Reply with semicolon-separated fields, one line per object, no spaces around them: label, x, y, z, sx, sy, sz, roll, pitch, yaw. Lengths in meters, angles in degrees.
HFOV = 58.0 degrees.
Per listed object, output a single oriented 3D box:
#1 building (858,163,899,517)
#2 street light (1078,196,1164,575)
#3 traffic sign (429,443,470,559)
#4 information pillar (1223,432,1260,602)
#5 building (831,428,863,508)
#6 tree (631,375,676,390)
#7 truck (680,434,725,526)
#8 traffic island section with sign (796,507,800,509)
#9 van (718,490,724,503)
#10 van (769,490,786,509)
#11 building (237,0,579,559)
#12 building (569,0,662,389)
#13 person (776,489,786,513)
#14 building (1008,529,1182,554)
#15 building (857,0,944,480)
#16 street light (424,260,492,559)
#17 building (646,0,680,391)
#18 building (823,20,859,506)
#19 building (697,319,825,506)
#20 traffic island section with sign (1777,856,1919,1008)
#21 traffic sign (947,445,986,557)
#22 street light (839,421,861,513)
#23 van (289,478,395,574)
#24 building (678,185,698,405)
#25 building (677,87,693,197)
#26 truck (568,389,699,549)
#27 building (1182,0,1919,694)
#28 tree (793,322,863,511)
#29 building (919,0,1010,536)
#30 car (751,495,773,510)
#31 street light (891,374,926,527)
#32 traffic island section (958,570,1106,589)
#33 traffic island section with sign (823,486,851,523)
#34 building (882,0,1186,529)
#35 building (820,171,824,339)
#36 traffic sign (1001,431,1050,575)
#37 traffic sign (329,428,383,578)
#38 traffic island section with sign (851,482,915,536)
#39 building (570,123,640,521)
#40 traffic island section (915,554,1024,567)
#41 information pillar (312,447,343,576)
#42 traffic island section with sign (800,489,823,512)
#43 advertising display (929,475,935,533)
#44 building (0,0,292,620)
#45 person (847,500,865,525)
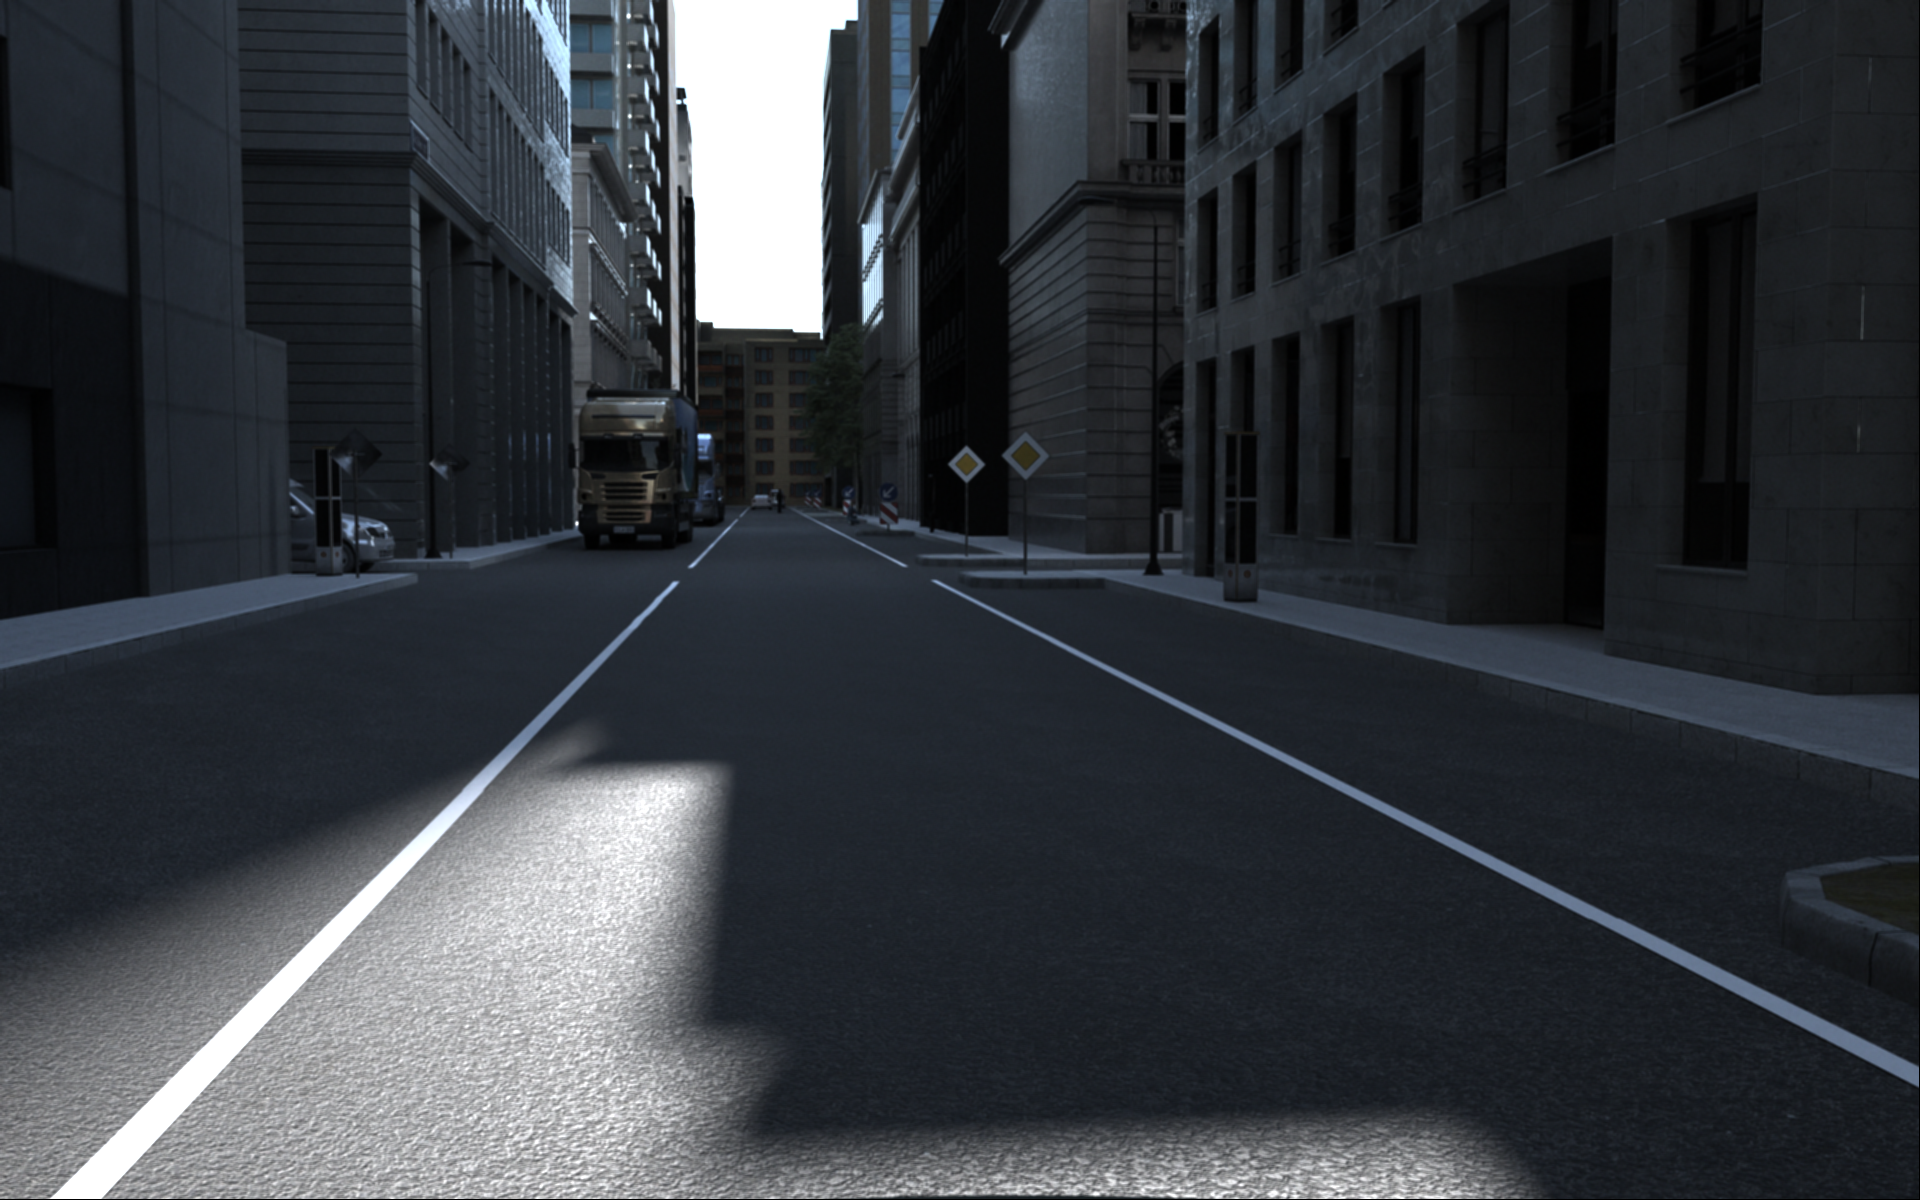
building;-0.609;-15.464;101.982;9.793;20.994;18.267;0;4;-6
street light;2.533;-3.347;27.266;1.470;5.913;1.316;0;4;-6
traffic sign;-10.098;-1.876;34.315;0.795;2.450;0.064;0;4;-6
information pillar;3.347;-0.986;20.607;0.304;2.012;0.304;-2;4;-23
building;0.588;-51.132;148.675;22.319;86.520;31.000;0;4;-6
tree;-19.252;-9.590;107.165;4.360;8.622;3.978;0;3;0
truck;-12.816;-5.729;83.423;2.967;4.110;18.799;0;4;-6
traffic island section with sign;-14.579;-9.534;164.504;1.989;1.847;2.006;0;4;-6
van;-21.962;-8.978;153.809;2.013;2.044;4.112;0;4;-8
van;-18.285;-10.121;172.495;2.013;2.044;4.112;0;4;-7
building;-17.752;-16.506;47.362;11.434;29.767;29.804;0;4;-6
building;-32.900;-30.746;122.304;23.786;49.044;30.456;0;4;-6
person;-13.610;-7.491;130.995;0.705;1.821;1.348;-3;4;-36
building;13.483;-12.328;43.367;24.055;21.916;13.314;0;4;-6
building;-0.141;-29.117;126.166;14.600;45.320;14.200;0;4;-6
street light;-9.971;-3.786;34.435;1.470;5.913;1.316;0;4;-6
building;-30.912;-30.273;145.075;14.600;45.320;14.200;0;4;-6
building;-2.816;-33.772;175.867;21.300;48.544;21.600;0;4;-6
building;-30.983;-22.049;205.534;28.899;21.520;27.650;0;4;-6
traffic island section with sign;3.635;0.215;5.111;1.989;1.847;2.006;0;4;-6
traffic sign;0.132;-1.946;35.458;0.795;2.450;0.064;0;4;-6
street light;-6.985;-8.422;110.245;1.470;5.913;1.316;0;4;-6
van;-12.281;-1.466;30.978;4.112;2.044;2.013;0;4;-5
building;-31.727;-23.793;160.716;14.160;30.474;14.107;0;4;-6
building;-34.091;-30.107;175.840;14.086;41.232;14.154;0;4;-6
truck;-8.928;-3.653;48.640;2.839;4.237;11.283;0;4;-5
building;9.659;-10.066;19.332;10.420;20.320;16.860;0;4;-6
tree;-7.349;-12.036;114.912;7.486;12.596;7.792;0;3;0
building;5.424;-14.115;60.461;12.332;23.373;15.834;0;4;-6
car;-18.120;-8.937;158.485;2.083;1.381;4.827;0;4;-6
street light;-1.958;-5.779;67.034;1.470;5.913;1.316;0;4;-6
traffic island section;1.060;-0.326;27.604;2.009;0.180;2.903;0;4;-6
traffic island section with sign;-5.706;-4.783;86.832;1.989;1.847;2.006;0;4;-6
building;3.821;-14.642;81.200;13.314;21.916;24.055;0;4;-6
building;-8.962;-31.678;201.525;14.086;41.232;14.154;0;4;-6
traffic sign;1.038;-1.461;27.524;0.795;2.450;0.064;0;4;-6
traffic sign;-9.192;-1.391;26.381;0.795;2.450;0.064;0;4;-6
traffic island section with sign;-2.636;-3.143;60.020;1.989;1.847;2.006;0;4;-6
building;-21.949;-14.162;82.464;10.553;20.767;40.483;0;4;-6
traffic island section;0.154;-0.811;35.538;2.009;0.180;2.903;0;4;-6
information pillar;-9.899;-1.384;27.127;0.304;2.012;0.304;1;4;13
traffic island section with sign;-11.417;-7.846;136.914;1.989;1.847;2.006;0;4;-6
advertising display;-0.931;-3.214;57.766;0.123;1.923;0.974;0;4;5
building;-19.908;-35.250;14.597;20.611;71.187;20.563;0;4;-6
person;-4.881;-4.008;79.530;0.738;1.151;1.012;-1;4;-23
